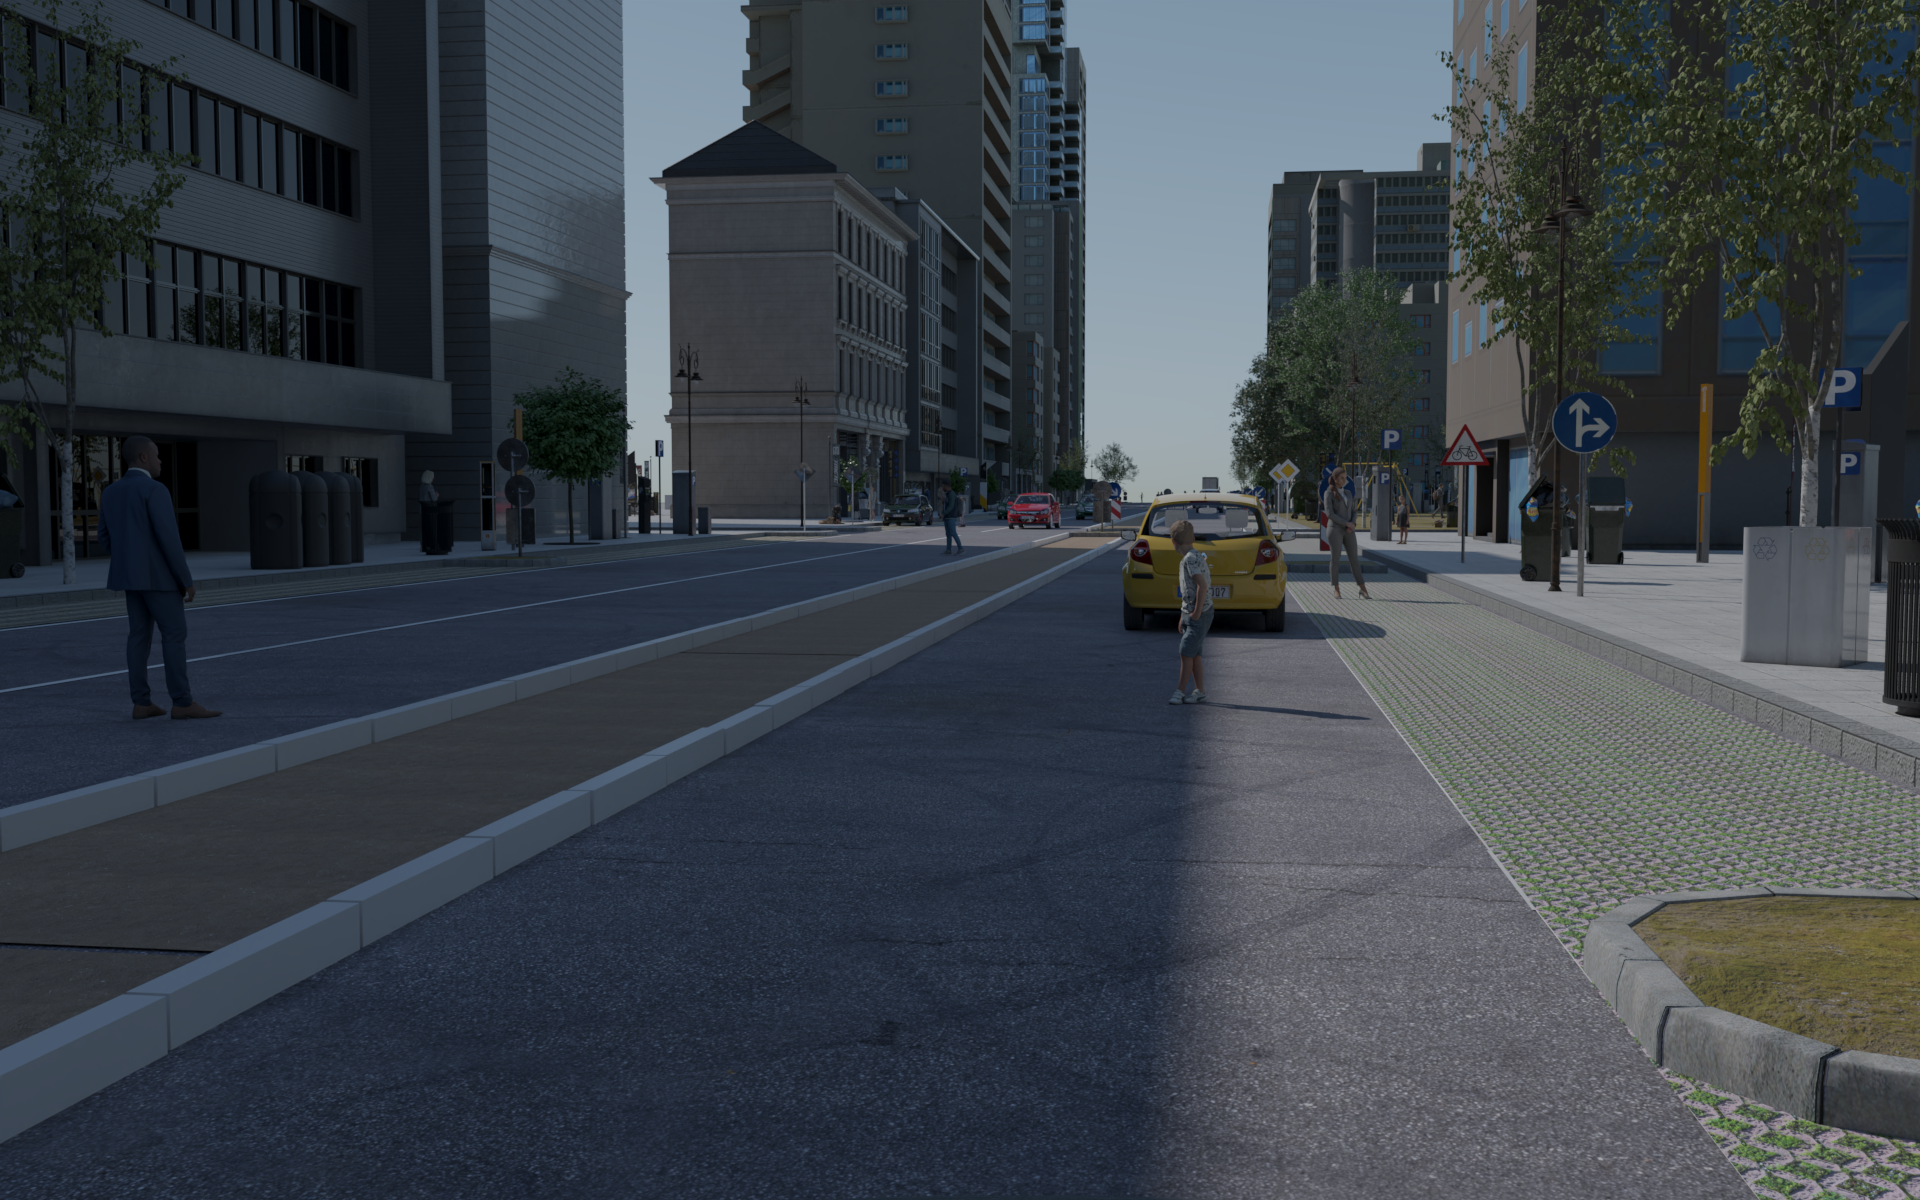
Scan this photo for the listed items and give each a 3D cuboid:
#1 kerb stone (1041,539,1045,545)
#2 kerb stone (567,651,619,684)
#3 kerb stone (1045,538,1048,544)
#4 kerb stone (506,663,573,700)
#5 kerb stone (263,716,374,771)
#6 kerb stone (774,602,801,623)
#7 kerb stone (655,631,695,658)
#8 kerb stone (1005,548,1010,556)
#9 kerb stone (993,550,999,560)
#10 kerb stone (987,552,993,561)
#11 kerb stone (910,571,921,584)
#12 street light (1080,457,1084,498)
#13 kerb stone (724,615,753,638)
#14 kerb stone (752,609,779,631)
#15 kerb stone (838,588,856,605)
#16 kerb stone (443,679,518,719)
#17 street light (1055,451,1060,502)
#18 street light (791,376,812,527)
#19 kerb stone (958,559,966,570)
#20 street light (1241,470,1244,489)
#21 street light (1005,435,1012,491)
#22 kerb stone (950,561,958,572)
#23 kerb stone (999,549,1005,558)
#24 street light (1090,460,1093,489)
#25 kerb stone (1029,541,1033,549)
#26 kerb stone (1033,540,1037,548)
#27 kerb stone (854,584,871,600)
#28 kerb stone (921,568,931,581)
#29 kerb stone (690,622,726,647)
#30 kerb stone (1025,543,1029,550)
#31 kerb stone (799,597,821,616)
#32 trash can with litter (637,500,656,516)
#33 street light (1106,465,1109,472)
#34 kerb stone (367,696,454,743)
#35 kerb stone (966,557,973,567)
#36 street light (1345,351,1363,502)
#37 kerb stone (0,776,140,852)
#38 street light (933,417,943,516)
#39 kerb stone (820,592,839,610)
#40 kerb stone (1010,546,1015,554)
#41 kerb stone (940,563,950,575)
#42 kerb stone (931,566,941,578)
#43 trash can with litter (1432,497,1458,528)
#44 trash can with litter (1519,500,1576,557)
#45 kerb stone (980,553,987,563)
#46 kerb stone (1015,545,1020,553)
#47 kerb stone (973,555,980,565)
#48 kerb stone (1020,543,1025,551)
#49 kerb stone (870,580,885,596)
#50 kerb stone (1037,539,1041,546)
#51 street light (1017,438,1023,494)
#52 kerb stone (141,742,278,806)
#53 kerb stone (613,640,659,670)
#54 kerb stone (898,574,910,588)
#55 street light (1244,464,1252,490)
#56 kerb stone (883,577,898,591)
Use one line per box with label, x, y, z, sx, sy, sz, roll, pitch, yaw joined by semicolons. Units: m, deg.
kerb stone;2.162;-1.571;47.885;0.120;0.150;1.000;1;4;8
kerb stone;-2.895;0.535;13.452;0.120;0.150;1.000;1;4;8
kerb stone;2.316;-1.633;48.896;0.120;0.150;1.000;1;4;8
kerb stone;-3.041;0.597;12.440;0.120;0.150;1.000;1;4;8
kerb stone;-3.492;0.782;9.402;0.120;0.150;1.000;1;4;8
kerb stone;-2.001;0.163;19.532;0.120;0.150;1.000;1;4;8
kerb stone;-2.598;0.411;15.475;0.120;0.150;1.000;1;4;8
kerb stone;0.977;-1.073;39.787;0.120;0.150;1.000;1;4;8
kerb stone;0.683;-0.952;37.759;0.120;0.150;1.000;1;4;8
kerb stone;0.531;-0.890;36.748;0.120;0.150;1.000;1;4;8
kerb stone;-0.802;-0.333;27.632;0.120;0.150;1.000;1;4;8
street light;14.825;-14.538;210.479;0.468;5.910;1.993;1;4;8
kerb stone;-2.304;0.291;17.507;0.120;0.150;1.000;1;4;8
kerb stone;-2.145;0.233;18.520;0.120;0.150;1.000;1;4;8
kerb stone;-1.556;-0.019;22.571;0.120;0.150;1.000;1;4;8
kerb stone;-3.190;0.664;11.425;0.120;0.150;1.000;1;4;8
street light;9.874;-12.478;176.796;0.468;5.910;1.993;1;4;8
street light;-6.184;-5.802;67.657;0.468;5.910;1.993;1;4;8
kerb stone;-0.063;-0.638;32.698;0.120;0.150;1.000;1;4;8
street light;42.927;-17.652;261.392;0.468;5.910;1.993;1;4;8
street light;3.861;-9.942;135.333;0.468;5.910;1.993;1;4;8
kerb stone;-0.216;-0.580;31.684;0.120;0.150;1.000;1;4;8
kerb stone;0.826;-1.014;38.771;0.120;0.150;1.000;1;4;8
street light;17.198;-15.484;225.957;0.468;5.910;1.993;1;4;8
kerb stone;1.717;-1.385;44.846;0.120;0.150;1.000;1;4;8
kerb stone;1.873;-1.447;45.856;0.120;0.150;1.000;1;4;8
kerb stone;-1.402;-0.082;23.584;0.120;0.150;1.000;1;4;8
kerb stone;-0.654;-0.394;28.646;0.120;0.150;1.000;1;4;8
kerb stone;-2.450;0.349;16.491;0.120;0.150;1.000;1;4;8
kerb stone;1.573;-1.323;43.834;0.120;0.150;1.000;1;4;8
kerb stone;-1.849;0.103;20.543;0.120;0.150;1.000;1;4;8
trash can with litter;-18.646;-5.600;102.940;1.055;1.170;0.624;-1;4;-21
street light;21.993;-17.528;259.368;0.468;5.910;1.993;1;4;8
kerb stone;-3.334;0.724;10.412;0.120;0.150;1.000;1;4;8
kerb stone;0.084;-0.704;33.709;0.120;0.150;1.000;1;4;8
street light;12.761;-5.103;56.215;0.468;5.910;1.993;1;4;8
kerb stone;-3.792;0.906;7.379;0.120;0.150;1.000;1;4;8
street light;-1.240;-7.879;101.613;0.468;5.910;1.993;1;4;8
kerb stone;-1.700;0.039;21.554;0.120;0.150;1.000;1;4;8
kerb stone;1.116;-1.138;40.801;0.120;0.150;1.000;1;4;8
kerb stone;-0.363;-0.516;30.671;0.120;0.150;1.000;1;4;8
kerb stone;-0.509;-0.456;29.658;0.120;0.150;1.000;1;4;8
trash can with litter;18.552;-3.343;66.040;1.055;1.170;0.624;2;4;26
trash can with litter;11.986;-1.465;35.333;1.055;1.170;0.624;1;4;14
kerb stone;0.378;-0.828;35.737;0.120;0.150;1.000;1;4;8
kerb stone;1.274;-1.196;41.811;0.120;0.150;1.000;1;4;8
kerb stone;0.228;-0.766;34.721;0.120;0.150;1.000;1;4;8
kerb stone;1.425;-1.260;42.822;0.120;0.150;1.000;1;4;8
kerb stone;-1.256;-0.147;24.596;0.120;0.150;1.000;1;4;8
kerb stone;2.020;-1.509;46.872;0.120;0.150;1.000;1;4;8
street light;4.931;-10.435;143.406;0.468;5.910;1.993;1;4;8
kerb stone;-3.642;0.846;8.391;0.120;0.150;1.000;1;4;8
kerb stone;-2.749;0.473;14.464;0.120;0.150;1.000;1;4;8
kerb stone;-0.949;-0.271;26.621;0.120;0.150;1.000;1;4;8
street light;38.048;-15.609;227.993;0.468;5.910;1.993;1;4;8
kerb stone;-1.107;-0.209;25.611;0.120;0.150;1.000;1;4;8
